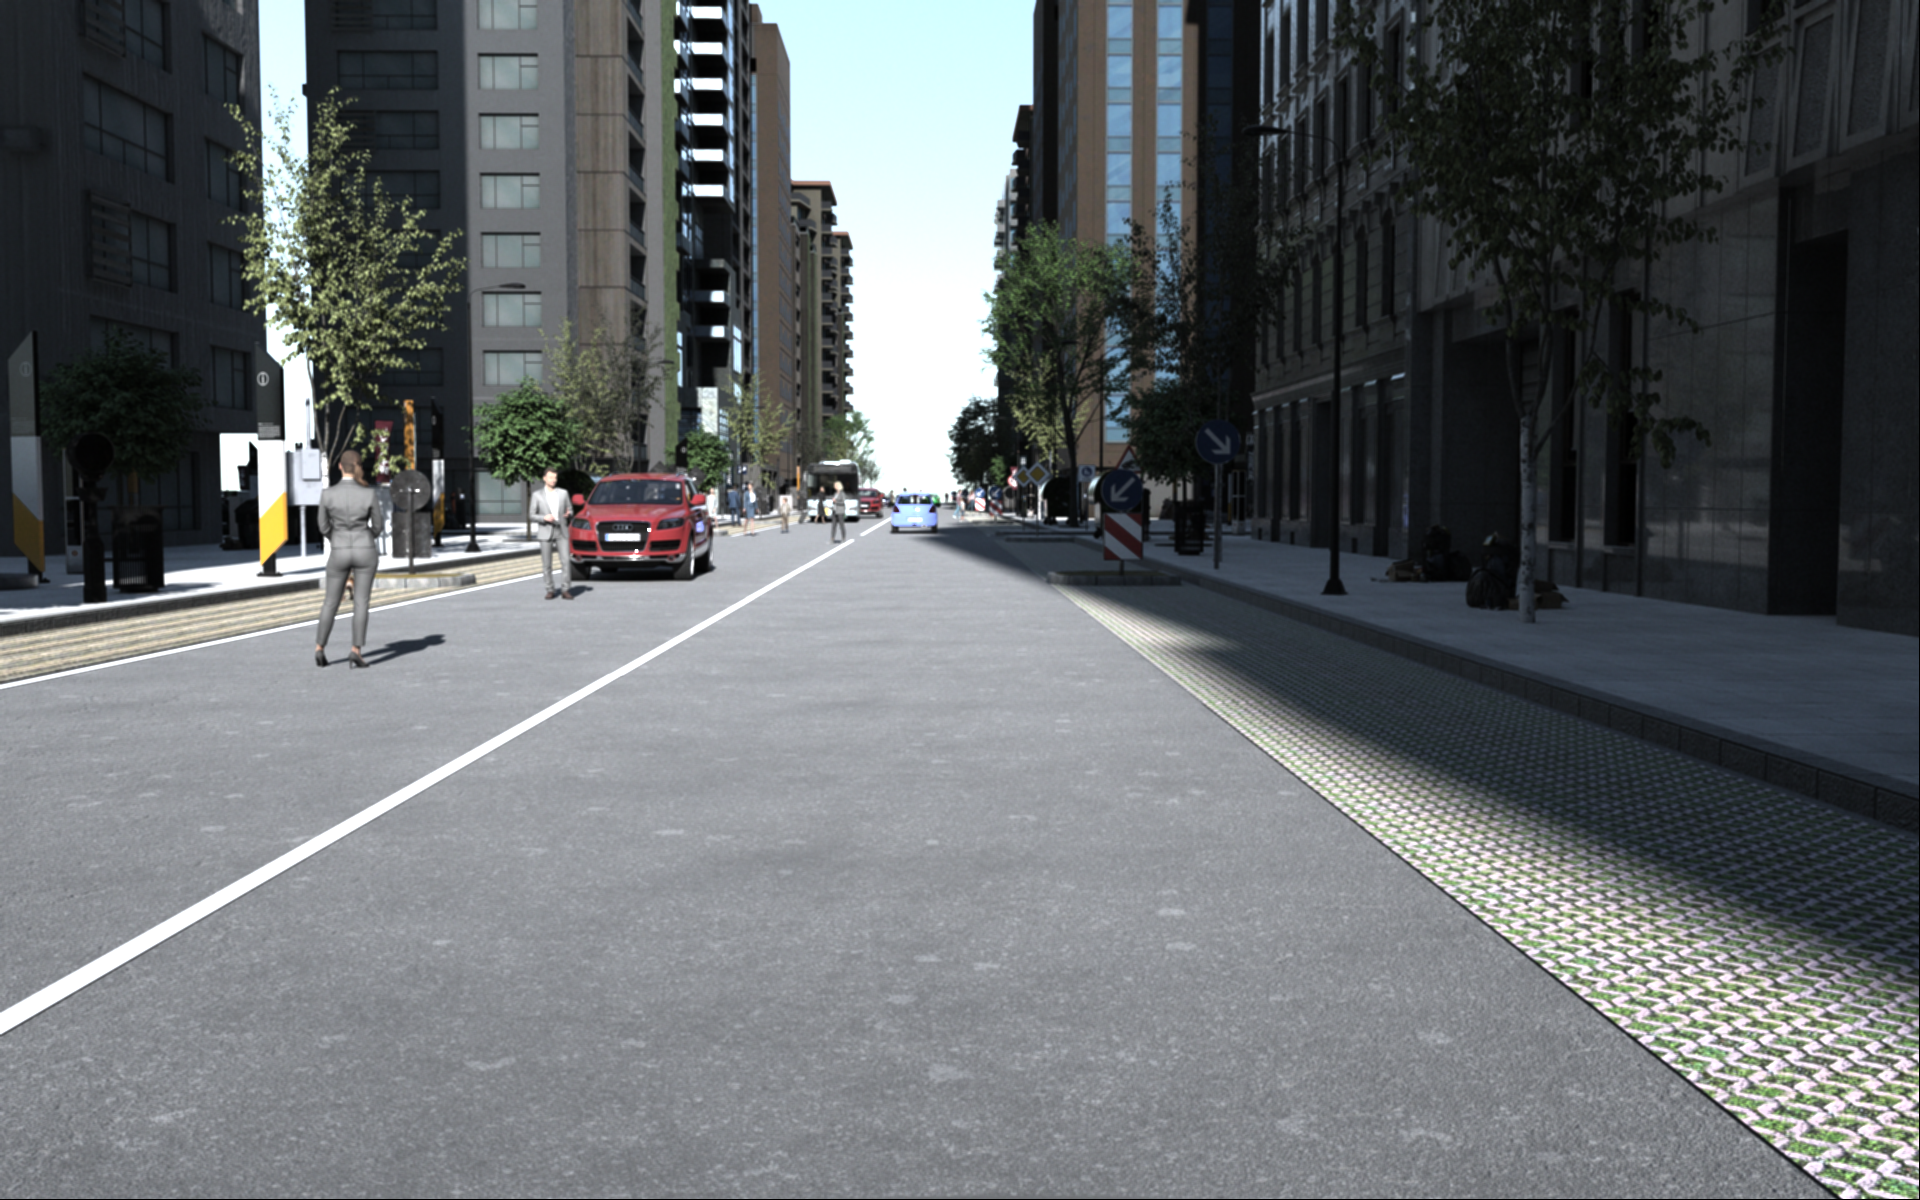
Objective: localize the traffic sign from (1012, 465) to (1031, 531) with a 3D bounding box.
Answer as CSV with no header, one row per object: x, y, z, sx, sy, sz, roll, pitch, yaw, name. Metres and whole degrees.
2.219,-3.472,60.408,0.795,2.450,0.064,0,4,-1,traffic sign

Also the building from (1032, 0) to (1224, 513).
13.434,-30.350,146.325,14.600,45.320,14.200,0,4,-1,building

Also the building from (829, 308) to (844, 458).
-24.637,-29.766,258.368,14.160,30.474,14.107,0,4,-1,building

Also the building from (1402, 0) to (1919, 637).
14.122,-12.393,20.650,12.078,24.808,19.932,0,4,-1,building

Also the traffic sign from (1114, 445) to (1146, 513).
4.433,-2.781,45.479,0.884,2.594,0.081,0,4,4,traffic sign

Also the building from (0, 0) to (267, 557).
-25.171,-21.841,40.700,14.086,41.232,14.154,0,4,-1,building

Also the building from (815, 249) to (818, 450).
-23.335,-25.738,192.517,14.160,30.474,14.107,0,4,-1,building

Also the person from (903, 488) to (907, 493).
-3.043,-5.451,97.811,0.721,1.800,0.419,-1,4,-13,person

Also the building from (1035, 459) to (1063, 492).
16.175,-41.782,121.387,20.563,71.187,20.611,0,4,-1,building

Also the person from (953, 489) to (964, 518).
-0.097,-5.712,102.727,0.643,1.720,0.563,0,4,6,person

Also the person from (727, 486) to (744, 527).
-9.735,-4.055,74.982,0.721,1.800,0.419,1,4,17,person

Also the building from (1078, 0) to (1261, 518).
12.872,-27.318,96.766,14.600,45.320,14.200,0,4,-1,building

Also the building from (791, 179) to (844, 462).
-27.994,-35.533,235.584,22.147,44.769,28.867,0,4,-1,building

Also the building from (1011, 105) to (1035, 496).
17.001,-32.947,193.306,22.147,44.769,28.867,0,4,-1,building

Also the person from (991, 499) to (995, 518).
1.987,-5.595,104.643,0.373,1.253,0.362,-2,4,-35,person

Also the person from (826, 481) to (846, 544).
-3.518,-2.514,49.780,0.526,1.800,0.537,-3,4,-36,person

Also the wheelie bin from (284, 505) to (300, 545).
-17.048,-2.178,43.521,0.980,1.594,0.693,-2,4,-35,wheelie bin

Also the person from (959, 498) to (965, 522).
0.108,-4.593,88.273,0.352,1.250,0.332,1,4,21,person

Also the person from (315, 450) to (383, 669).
-5.058,-0.339,14.320,0.520,1.790,0.573,-2,4,-29,person

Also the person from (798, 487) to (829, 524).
-7.110,-4.615,84.171,1.509,1.804,0.699,-1,4,-13,person

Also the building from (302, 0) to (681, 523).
-21.194,-24.291,80.751,14.154,41.232,14.086,0,4,-1,building

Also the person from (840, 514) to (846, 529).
-4.800,-3.564,71.016,0.306,1.304,0.590,1,4,16,person

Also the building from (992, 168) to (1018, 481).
16.217,-38.839,254.622,23.786,49.044,30.456,0,4,-1,building

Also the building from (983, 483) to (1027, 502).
19.889,-36.139,282.751,32.217,40.220,23.993,0,4,-1,building

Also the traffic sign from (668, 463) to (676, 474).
-11.741,-4.370,71.558,0.768,2.556,0.104,0,4,8,traffic sign

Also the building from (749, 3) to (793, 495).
-23.342,-31.368,162.979,14.600,45.320,14.200,0,4,-1,building

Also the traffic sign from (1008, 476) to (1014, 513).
3.535,-7.014,114.785,0.768,2.556,0.104,0,4,0,traffic sign

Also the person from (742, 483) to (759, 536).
-7.231,-3.125,59.620,0.581,1.822,0.654,-1,4,-23,person

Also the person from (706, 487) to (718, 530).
-9.307,-3.399,65.071,0.512,1.701,0.522,0,4,-1,person

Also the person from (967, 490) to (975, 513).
0.764,-7.230,127.296,0.593,1.750,0.643,-1,4,-22,person

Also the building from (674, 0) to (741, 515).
-26.006,-49.226,117.523,22.319,86.520,31.000,0,4,-1,building

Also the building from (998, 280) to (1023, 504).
12.021,-28.175,232.358,14.160,30.474,14.107,0,4,-1,building

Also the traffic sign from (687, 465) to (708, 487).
-9.174,-3.463,60.255,0.795,2.450,0.064,0,4,-1,traffic sign

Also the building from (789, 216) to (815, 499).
-22.815,-24.877,178.442,14.160,30.474,14.107,0,4,-1,building

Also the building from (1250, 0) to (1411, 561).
13.098,-11.661,39.816,9.793,20.994,18.267,0,4,-1,building

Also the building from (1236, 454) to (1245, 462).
26.689,-25.553,72.409,28.867,44.769,22.147,0,4,-1,building

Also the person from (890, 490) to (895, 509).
-6.430,-9.559,164.789,0.705,1.824,1.348,-1,4,-14,person

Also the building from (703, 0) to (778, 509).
-26.032,-43.205,144.661,20.563,71.187,20.611,0,4,-1,building

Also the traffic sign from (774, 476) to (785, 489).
-12.503,-7.326,119.893,0.768,2.556,0.104,0,4,2,traffic sign

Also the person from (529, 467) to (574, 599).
-5.525,-0.910,23.573,0.606,1.804,0.583,-2,4,-30,person

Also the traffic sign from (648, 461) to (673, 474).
-9.053,-2.974,52.271,0.795,2.450,0.064,0,4,-1,traffic sign

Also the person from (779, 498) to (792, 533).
-6.434,-3.123,63.836,0.475,1.303,0.640,0,4,3,person

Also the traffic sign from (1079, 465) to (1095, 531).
4.430,-3.573,60.552,0.606,2.300,0.079,0,4,0,traffic sign

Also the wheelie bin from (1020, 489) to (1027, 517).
3.709,-5.412,96.400,0.693,1.594,0.980,0,4,4,wheelie bin

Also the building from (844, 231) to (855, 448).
-28.451,-38.214,279.426,22.147,44.769,28.867,0,4,-1,building

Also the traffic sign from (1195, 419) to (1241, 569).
4.386,-1.800,29.542,0.768,2.556,0.104,0,4,0,traffic sign
